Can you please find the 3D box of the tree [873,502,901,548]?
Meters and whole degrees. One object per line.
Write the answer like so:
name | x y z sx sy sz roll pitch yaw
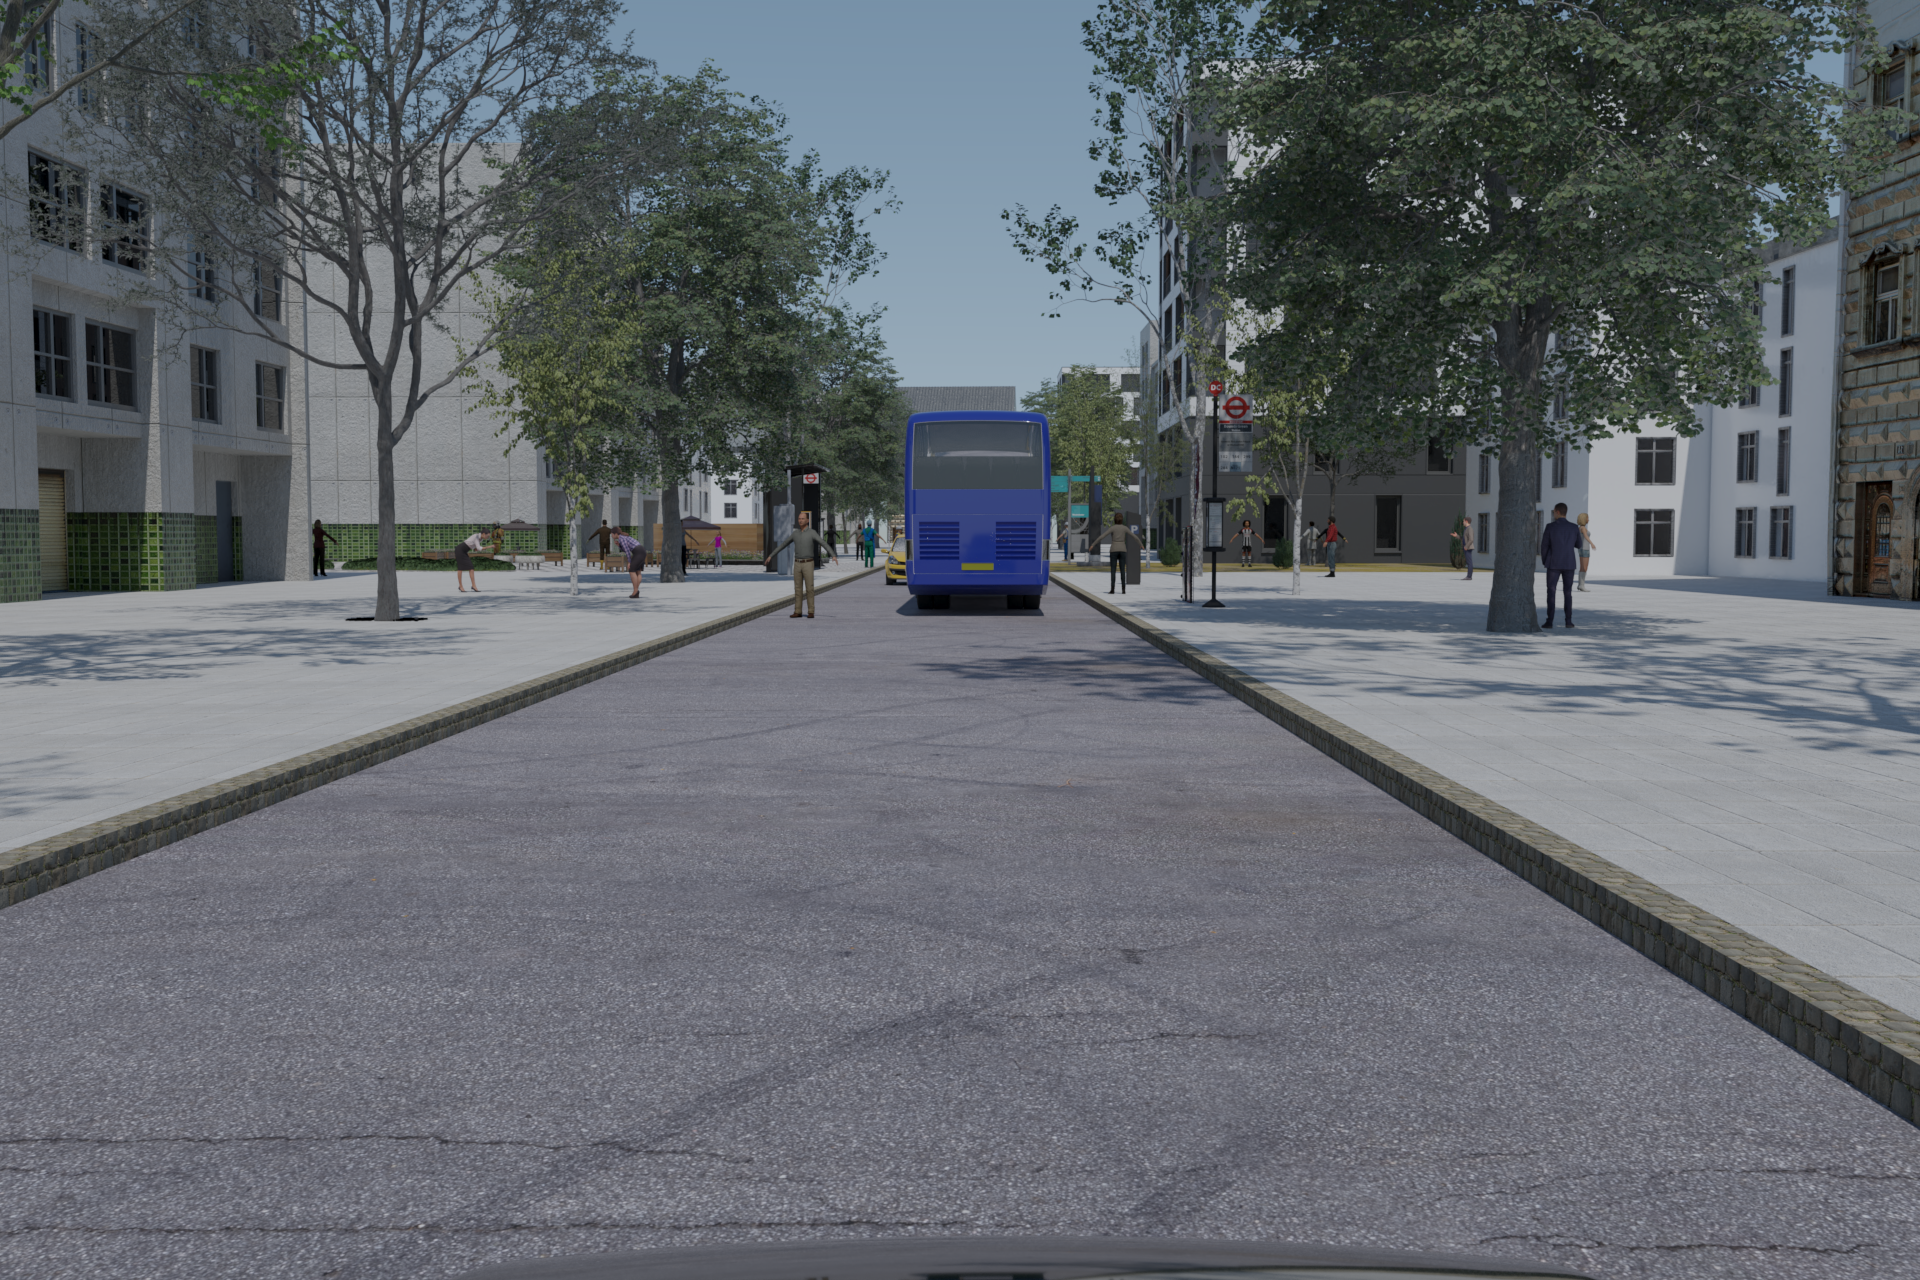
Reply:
tree | -6.692 -13.053 163.774 4.360 8.622 3.978 0 3 0

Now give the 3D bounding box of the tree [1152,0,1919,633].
tree | 7.214 -7.086 22.509 9.857 13.997 8.962 0 3 0

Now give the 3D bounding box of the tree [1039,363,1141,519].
tree | 8.450 -12.071 115.490 7.486 12.596 7.792 0 3 0

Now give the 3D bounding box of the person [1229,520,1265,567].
person | 11.095 -3.723 67.013 1.345 1.843 0.704 0 4 2

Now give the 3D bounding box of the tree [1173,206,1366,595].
tree | 6.922 -5.256 36.294 4.737 8.622 4.395 0 3 0

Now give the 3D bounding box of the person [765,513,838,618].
person | -2.674 -1.273 29.547 1.348 1.796 0.705 1 4 18

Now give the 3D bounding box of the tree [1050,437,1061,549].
tree | 8.442 -13.126 149.021 8.767 10.594 7.601 -2 4 -25

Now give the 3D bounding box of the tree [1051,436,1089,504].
tree | 8.169 -10.918 128.876 4.360 8.622 3.978 0 3 0

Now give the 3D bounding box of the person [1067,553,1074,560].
person | 5.556 -4.936 86.897 0.705 1.806 1.347 -2 4 -24

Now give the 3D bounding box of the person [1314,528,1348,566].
person | 14.767 -3.858 69.014 1.347 1.837 0.705 0 4 6

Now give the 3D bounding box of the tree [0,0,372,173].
tree | -8.455 -5.380 13.713 9.928 11.665 9.643 0 3 0

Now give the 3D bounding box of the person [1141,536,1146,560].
person | 8.705 -4.832 84.778 0.705 1.856 1.354 -2 4 -28

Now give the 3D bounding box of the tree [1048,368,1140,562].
tree | 5.812 -7.698 76.222 4.737 8.622 4.395 0 3 0

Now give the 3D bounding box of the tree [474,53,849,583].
tree | -7.711 -8.482 45.335 9.857 13.997 8.962 0 3 0

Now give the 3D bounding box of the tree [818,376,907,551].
tree | -7.312 -13.610 132.890 12.009 13.543 11.850 0 3 0

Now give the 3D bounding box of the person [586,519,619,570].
person | -12.738 -3.425 62.134 1.346 1.812 0.704 -1 4 -9

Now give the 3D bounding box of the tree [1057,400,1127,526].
tree | 7.409 -8.817 94.514 4.737 8.622 4.395 0 3 0

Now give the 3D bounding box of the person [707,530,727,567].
person | -9.372 -3.522 66.854 0.991 1.433 0.599 2 4 33

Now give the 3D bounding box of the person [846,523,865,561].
person | -4.850 -4.759 83.942 1.348 1.813 0.705 -1 4 -13

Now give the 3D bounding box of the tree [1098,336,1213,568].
tree | 6.866 -7.010 64.980 4.360 8.622 3.978 0 3 0

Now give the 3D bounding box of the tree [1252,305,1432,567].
tree | 14.704 -8.120 67.174 7.601 10.594 8.767 0 4 -5

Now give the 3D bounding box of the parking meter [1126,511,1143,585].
parking meter | 4.407 -2.329 43.798 0.399 1.863 0.255 0 4 0

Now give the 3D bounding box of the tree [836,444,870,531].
tree | -7.203 -10.404 120.464 4.360 8.622 3.978 0 3 0

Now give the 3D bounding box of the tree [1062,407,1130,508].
tree | 7.888 -9.165 100.209 4.360 8.622 3.978 0 3 0

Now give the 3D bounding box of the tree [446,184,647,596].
tree | -8.239 -5.224 35.772 4.737 8.622 4.395 0 3 0

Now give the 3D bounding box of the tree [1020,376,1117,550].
tree | 8.230 -14.165 138.259 9.857 13.997 8.962 0 3 0

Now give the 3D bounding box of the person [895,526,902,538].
person | -2.363 -3.737 70.013 0.721 1.772 1.216 1 4 19

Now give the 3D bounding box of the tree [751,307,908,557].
tree | -7.229 -11.590 96.150 9.857 13.997 8.962 0 3 0

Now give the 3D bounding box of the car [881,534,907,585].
car | -1.239 -2.417 49.750 2.015 1.641 3.980 0 3 0

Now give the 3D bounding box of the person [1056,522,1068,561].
person | 5.034 -4.644 81.784 0.705 1.847 1.347 3 5 45

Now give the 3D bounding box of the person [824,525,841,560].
person | -6.304 -4.734 84.114 1.216 1.740 0.721 -2 4 -28

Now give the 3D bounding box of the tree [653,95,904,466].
tree | -8.886 -13.574 77.822 12.611 20.169 13.585 0 3 0

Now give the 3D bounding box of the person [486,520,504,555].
person | -19.022 -3.995 71.090 0.705 1.858 1.354 -3 5 -43

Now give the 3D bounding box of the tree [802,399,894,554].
tree | -7.685 -10.841 111.668 7.601 10.594 8.767 0 4 7

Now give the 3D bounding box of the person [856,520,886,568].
person | -3.399 -3.624 65.386 1.347 1.817 0.704 2 4 29

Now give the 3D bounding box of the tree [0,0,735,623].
tree | -8.427 -7.032 25.348 12.009 13.543 11.850 0 3 0

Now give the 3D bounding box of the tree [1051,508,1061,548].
tree | 8.726 -12.860 160.624 4.737 8.622 4.395 0 3 0

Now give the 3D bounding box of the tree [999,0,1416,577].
tree | 7.655 -12.042 52.772 12.611 20.169 13.585 0 3 0

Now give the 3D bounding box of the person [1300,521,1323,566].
person | 14.326 -3.945 70.689 1.347 1.806 0.705 -2 4 -27

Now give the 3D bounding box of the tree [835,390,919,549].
tree | -7.452 -15.013 152.116 9.857 13.997 8.962 0 3 0
